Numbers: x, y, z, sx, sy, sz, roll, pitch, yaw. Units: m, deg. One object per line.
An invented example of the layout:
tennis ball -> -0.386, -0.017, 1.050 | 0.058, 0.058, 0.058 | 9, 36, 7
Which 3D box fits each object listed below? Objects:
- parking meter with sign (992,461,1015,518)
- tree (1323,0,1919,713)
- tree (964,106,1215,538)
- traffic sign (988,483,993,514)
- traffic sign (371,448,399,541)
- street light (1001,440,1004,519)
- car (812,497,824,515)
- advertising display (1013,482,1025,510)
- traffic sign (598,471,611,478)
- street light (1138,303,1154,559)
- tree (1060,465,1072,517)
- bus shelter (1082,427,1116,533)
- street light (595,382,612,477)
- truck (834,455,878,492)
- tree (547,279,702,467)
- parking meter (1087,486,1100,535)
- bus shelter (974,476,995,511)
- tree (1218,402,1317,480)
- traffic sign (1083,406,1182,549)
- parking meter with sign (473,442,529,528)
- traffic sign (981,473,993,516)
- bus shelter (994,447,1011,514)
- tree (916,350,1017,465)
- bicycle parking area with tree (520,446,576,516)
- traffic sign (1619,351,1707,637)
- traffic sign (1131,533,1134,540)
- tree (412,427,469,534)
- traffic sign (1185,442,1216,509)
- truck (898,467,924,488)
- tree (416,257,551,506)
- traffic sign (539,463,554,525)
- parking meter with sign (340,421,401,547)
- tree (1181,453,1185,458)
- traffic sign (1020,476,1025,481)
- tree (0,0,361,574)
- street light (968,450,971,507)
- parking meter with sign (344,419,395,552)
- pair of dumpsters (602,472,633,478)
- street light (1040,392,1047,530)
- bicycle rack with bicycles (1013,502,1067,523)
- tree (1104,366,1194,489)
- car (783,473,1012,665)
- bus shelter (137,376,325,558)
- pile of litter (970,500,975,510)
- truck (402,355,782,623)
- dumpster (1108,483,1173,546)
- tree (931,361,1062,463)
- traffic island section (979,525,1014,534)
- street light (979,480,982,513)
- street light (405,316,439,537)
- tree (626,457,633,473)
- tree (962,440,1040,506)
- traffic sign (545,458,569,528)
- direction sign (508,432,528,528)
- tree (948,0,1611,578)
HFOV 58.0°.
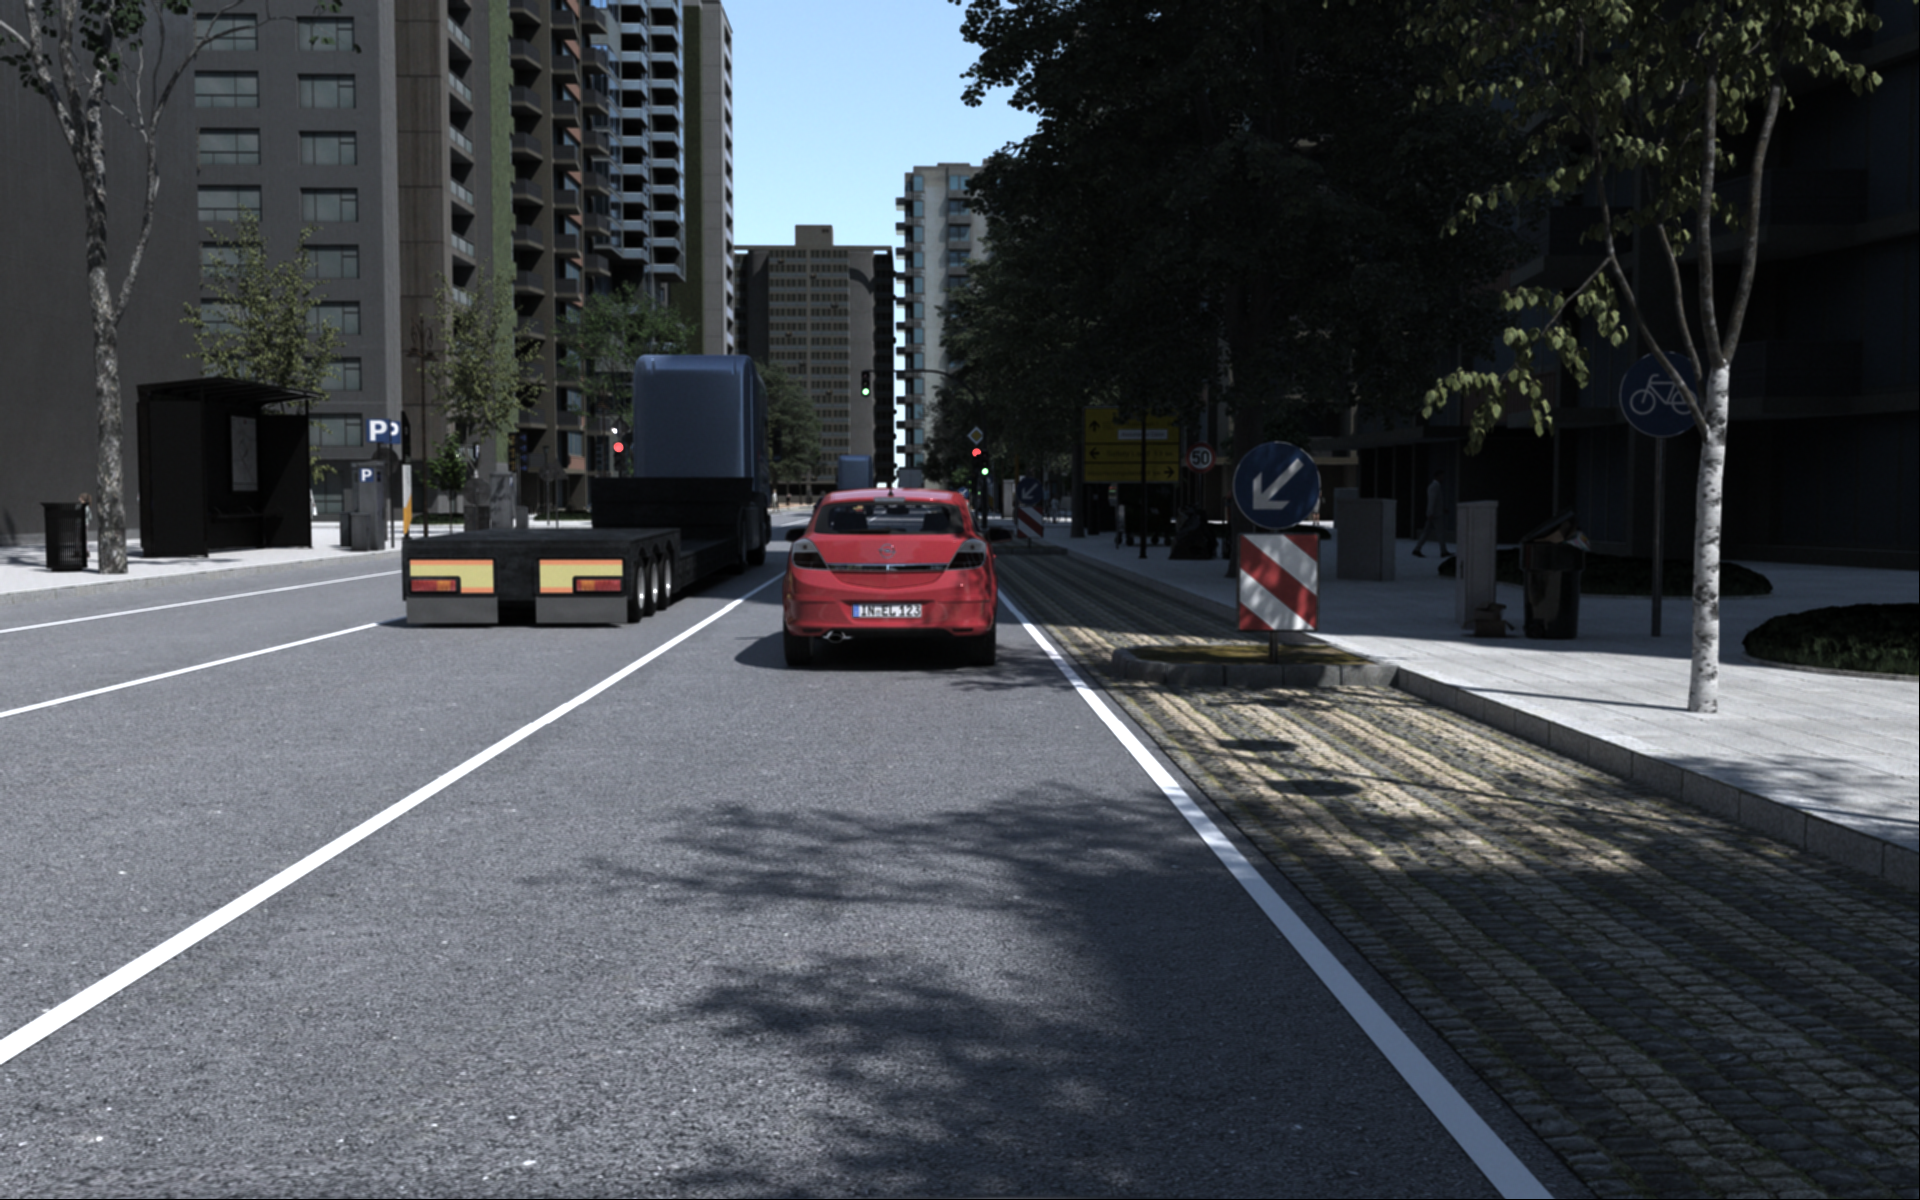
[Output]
parking meter with sign -> 2.619, -5.893, 92.606 | 1.738, 3.016, 0.543 | 0, 4, -8
tree -> 4.333, -3.659, 10.183 | 4.737, 8.622, 4.395 | 0, 3, 0
tree -> 3.700, -8.094, 50.458 | 7.486, 12.596, 7.792 | 0, 3, 0
traffic sign -> 1.870, -6.749, 112.480 | 0.606, 2.300, 0.079 | 0, 4, 7
traffic sign -> -15.737, -2.893, 47.413 | 0.768, 2.556, 0.104 | 0, 4, 4
street light -> 2.221, -7.200, 90.504 | 0.468, 5.910, 1.993 | 0, 4, -2
car -> -5.537, -3.906, 76.446 | 1.945, 1.354, 3.894 | 0, 3, 0
advertising display -> 3.198, -5.165, 89.664 | 0.974, 1.923, 0.123 | 1, 4, 20
traffic sign -> -16.102, -4.666, 78.420 | 0.606, 2.300, 0.079 | 0, 4, 3
street light -> 3.650, -3.767, 34.373 | 0.468, 5.910, 1.993 | 0, 4, -2
tree -> 6.398, -6.231, 96.477 | 1.663, 3.219, 1.824 | 0, 3, 0
bus shelter -> 4.950, -4.219, 60.263 | 1.731, 3.624, 6.357 | 0, 4, -2
street light -> -14.663, -6.031, 71.388 | 0.468, 5.910, 1.993 | 0, 4, -2
truck -> -7.110, -7.557, 113.319 | 2.967, 4.110, 18.799 | 0, 4, -1
tree -> -16.088, -9.769, 85.476 | 9.928, 11.665, 9.643 | 0, 3, 0
parking meter -> 4.190, -2.810, 54.354 | 0.372, 1.533, 0.369 | 0, 3, 0
bus shelter -> 1.921, -8.123, 126.731 | 2.014, 3.302, 5.546 | 0, 4, -2
tree -> 10.418, -4.585, 58.675 | 4.285, 4.588, 4.351 | 0, 3, 0
traffic sign -> 3.973, -2.826, 40.071 | 2.265, 3.308, 0.079 | 0, 4, 8
parking meter with sign -> -15.486, -3.807, 58.498 | 1.738, 3.016, 0.543 | 0, 4, 1
traffic sign -> 1.610, -6.246, 102.222 | 0.768, 2.556, 0.104 | 0, 4, 1
bus shelter -> 3.222, -8.506, 116.701 | 2.179, 5.291, 8.768 | 0, 4, -1
tree -> 1.633, -13.888, 137.440 | 12.009, 13.543, 11.850 | 0, 3, 0
bicycle parking area with tree -> -27.408, -7.131, 103.596 | 8.231, 4.147, 9.016 | 1, 4, 14
traffic sign -> 6.275, -0.944, 15.536 | 0.768, 2.556, 0.104 | 0, 4, 5
traffic sign -> 4.536, -2.777, 45.515 | 0.768, 2.556, 0.104 | 1, 4, 8
tree -> -14.765, -3.408, 50.315 | 1.663, 3.219, 1.824 | 0, 3, 0
traffic sign -> 5.902, -2.595, 42.537 | 0.768, 2.556, 0.104 | 0, 4, 6
truck -> -5.260, -11.943, 184.175 | 2.839, 4.237, 11.283 | 0, 4, -1
tree -> -15.258, -6.388, 54.805 | 4.737, 8.622, 4.395 | 0, 3, 0
traffic sign -> -16.857, -4.327, 70.853 | 0.768, 2.556, 0.104 | 0, 4, 8
parking meter with sign -> -14.247, -2.777, 41.673 | 1.738, 3.016, 0.543 | 2, 4, 31
tree -> 12.247, -7.417, 104.979 | 4.285, 4.588, 4.351 | 0, 3, 0
traffic sign -> 3.589, -5.744, 96.036 | 0.606, 2.300, 0.079 | 0, 4, 1
tree -> -14.209, -10.402, 25.959 | 12.611, 20.169, 13.585 | 0, 3, 0
street light -> 0.794, -10.608, 146.234 | 0.468, 5.910, 1.993 | 0, 4, -2
parking meter with sign -> -13.409, -2.635, 39.338 | 0.543, 3.016, 1.738 | 0, 4, -3
pair of dumpsters -> -14.903, -4.467, 75.525 | 1.574, 2.255, 4.437 | 0, 4, -2
street light -> 2.960, -5.483, 62.429 | 0.468, 5.910, 1.993 | 0, 4, -2
bicycle rack with bicycles -> 3.379, -3.919, 77.457 | 2.852, 0.926, 2.925 | 2, 4, 30
tree -> 8.195, -7.593, 74.501 | 4.737, 8.622, 4.395 | 0, 3, 0
car -> -0.581, -0.423, 15.961 | 2.155, 1.783, 4.494 | 0, 3, 0
bus shelter -> -15.712, -2.840, 37.718 | 1.731, 3.624, 6.357 | 0, 4, -1
pile of litter -> 0.971, -7.741, 140.524 | 1.176, 0.858, 1.719 | 1, 4, 12
truck -> -4.967, -2.320, 27.694 | 2.967, 4.110, 18.799 | 0, 4, -1
dumpster -> 4.558, -2.493, 43.259 | 1.502, 2.255, 1.985 | 0, 4, -2
tree -> 2.718, -10.551, 106.918 | 8.767, 10.594, 7.601 | -1, 4, -17
traffic island section -> 0.913, -2.533, 63.700 | 2.009, 0.180, 2.903 | 0, 4, -2
street light -> 1.407, -8.895, 118.216 | 0.468, 5.910, 1.993 | 0, 4, -2
street light -> -13.975, -4.426, 45.156 | 0.468, 5.910, 1.993 | 0, 4, -2
tree -> -23.925, -9.146, 133.248 | 4.285, 4.588, 4.351 | 0, 3, 0
tree -> 3.253, -7.100, 99.805 | 4.285, 4.588, 4.351 | 0, 3, 0
traffic sign -> -14.498, -3.809, 62.278 | 0.884, 2.594, 0.081 | 0, 4, 3
direction sign -> -16.197, -4.374, 63.508 | 0.876, 3.537, 0.379 | 2, 4, 27
tree -> 4.534, -7.309, 26.164 | 9.857, 13.997, 8.962 | 0, 3, 0
